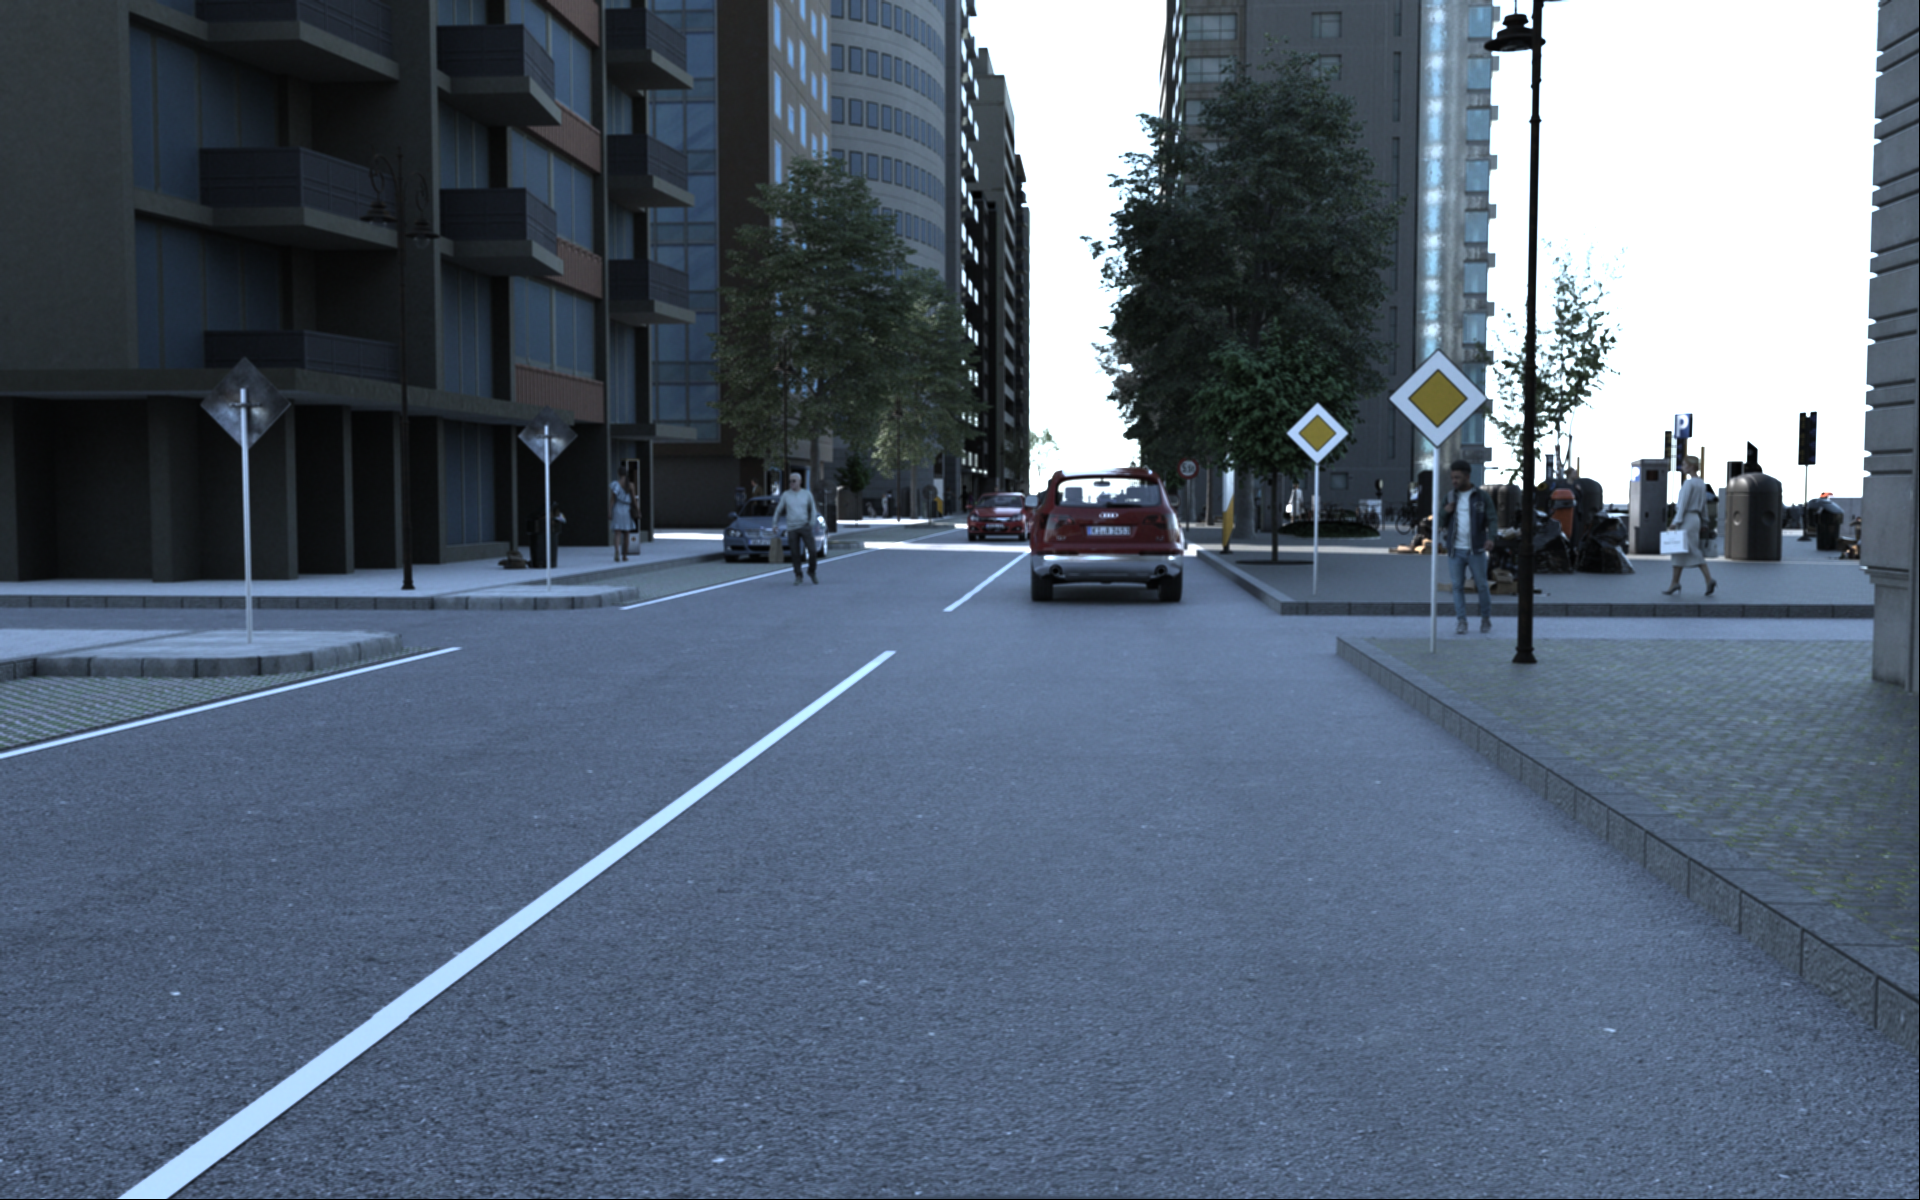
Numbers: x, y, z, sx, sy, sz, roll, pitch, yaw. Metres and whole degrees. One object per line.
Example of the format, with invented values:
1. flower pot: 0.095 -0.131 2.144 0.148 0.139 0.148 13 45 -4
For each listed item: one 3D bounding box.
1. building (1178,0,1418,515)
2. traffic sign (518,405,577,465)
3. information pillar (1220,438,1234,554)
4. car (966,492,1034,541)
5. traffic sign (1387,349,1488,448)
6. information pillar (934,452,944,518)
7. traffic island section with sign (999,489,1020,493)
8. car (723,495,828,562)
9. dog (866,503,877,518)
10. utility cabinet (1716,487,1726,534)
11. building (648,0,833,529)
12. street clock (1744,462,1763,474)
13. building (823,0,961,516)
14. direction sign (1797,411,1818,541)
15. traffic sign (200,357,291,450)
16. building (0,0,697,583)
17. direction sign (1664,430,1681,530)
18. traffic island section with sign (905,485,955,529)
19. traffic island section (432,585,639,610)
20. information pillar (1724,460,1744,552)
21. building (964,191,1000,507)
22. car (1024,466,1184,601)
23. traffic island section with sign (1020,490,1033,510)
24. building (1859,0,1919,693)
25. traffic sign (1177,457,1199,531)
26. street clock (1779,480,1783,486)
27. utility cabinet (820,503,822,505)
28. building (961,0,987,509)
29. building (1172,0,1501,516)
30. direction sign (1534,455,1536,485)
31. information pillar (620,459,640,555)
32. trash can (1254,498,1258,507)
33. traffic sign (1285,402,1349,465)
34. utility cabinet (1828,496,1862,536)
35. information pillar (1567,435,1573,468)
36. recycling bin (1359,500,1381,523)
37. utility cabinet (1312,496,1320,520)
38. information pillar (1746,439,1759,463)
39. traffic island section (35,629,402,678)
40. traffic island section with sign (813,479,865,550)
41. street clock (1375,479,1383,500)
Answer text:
1. building: 21.161 -26.167 111.419 14.154 41.232 14.086 0 4 5
2. traffic sign: -5.428 -1.258 22.765 0.795 2.593 0.064 0 4 5
3. information pillar: 5.761 -2.803 37.181 0.183 3.616 0.504 2 4 28
4. car: 1.299 -2.753 54.046 2.155 1.783 4.494 0 4 7
5. traffic sign: 3.852 -0.719 13.945 0.795 2.593 0.064 0 4 5
6. information pillar: -1.147 -6.205 92.798 0.504 3.616 0.183 -1 4 -11
7. traffic island section with sign: 3.025 -6.967 122.537 1.989 1.847 2.006 0 4 5
8. car: -3.948 -1.569 37.652 2.014 1.417 4.499 0 4 3
9. dog: -4.733 -4.855 93.763 0.513 0.831 0.800 -1 4 -22
10. utility cabinet: 24.351 -2.785 54.217 1.173 1.500 0.318 1 4 18
11. building: -13.148 -25.650 69.485 14.600 45.320 14.200 0 4 5
12. street clock: 17.804 -2.109 39.047 0.471 2.002 0.358 0 4 1
13. building: -11.586 -34.852 111.824 21.231 58.520 28.212 0 4 5
14. direction sign: 23.213 -3.395 47.499 0.379 3.537 0.876 0 4 -4
15. traffic sign: -6.104 -0.772 14.809 0.795 2.593 0.064 0 4 5
16. building: -18.519 -23.431 37.729 22.147 44.769 28.867 0 4 5
17. direction sign: 25.330 -4.252 61.511 0.876 3.537 0.379 -1 4 -20
18. traffic island section with sign: -1.231 -3.908 72.517 1.989 1.847 2.006 0 4 5
19. traffic island section: -5.452 -0.034 22.835 2.009 0.180 2.903 0 4 5
20. information pillar: 16.979 -2.049 37.995 0.304 2.012 0.304 1 4 13
21. building: -3.692 -24.029 164.581 14.160 30.474 14.107 0 4 5
22. car: 2.038 -0.979 24.687 2.281 1.827 5.304 0 4 3
23. traffic island section with sign: 5.298 -8.610 149.397 1.989 1.847 2.006 0 4 5
24. building: 10.434 -10.095 1.218 11.583 22.565 21.152 0 4 5
25. traffic sign: 7.828 -3.633 59.504 0.768 2.556 0.104 0 4 6
26. street clock: 42.839 -5.276 90.834 0.358 2.002 0.471 -2 4 -32
27. utility cabinet: -5.612 -3.222 63.836 1.020 1.237 0.306 1 4 11
28. building: -10.224 -31.913 141.382 23.786 49.044 30.456 0 4 5
29. building: 27.757 -31.396 132.931 23.786 49.044 30.456 0 4 5
30. direction sign: 29.330 -5.900 88.468 0.379 3.537 0.876 2 4 23
31. information pillar: -6.949 -1.957 36.483 0.304 2.012 0.304 -3 4 -37
32. trash can: 9.998 -2.973 60.260 0.748 1.137 0.748 0 3 0
33. traffic sign: 4.529 -1.206 21.901 0.795 2.593 0.064 0 4 5
34. utility cabinet: 27.348 -2.586 53.442 1.020 1.237 0.306 1 4 23
35. information pillar: 24.051 -4.706 68.292 0.183 3.616 0.504 2 4 34
36. recycling bin: 18.131 -3.915 76.567 0.722 1.027 0.722 -1 4 -17
37. utility cabinet: 14.987 -3.774 72.865 0.306 1.237 1.020 1 4 9
38. information pillar: 33.729 -5.044 73.826 0.504 3.616 0.183 3 4 38
39. traffic island section: -6.129 0.453 14.878 2.009 0.180 2.903 0 4 5
40. traffic island section with sign: -3.545 -2.245 45.331 1.989 1.847 2.006 0 4 5
41. street clock: 20.538 -4.912 84.883 0.358 2.002 0.471 3 4 38
